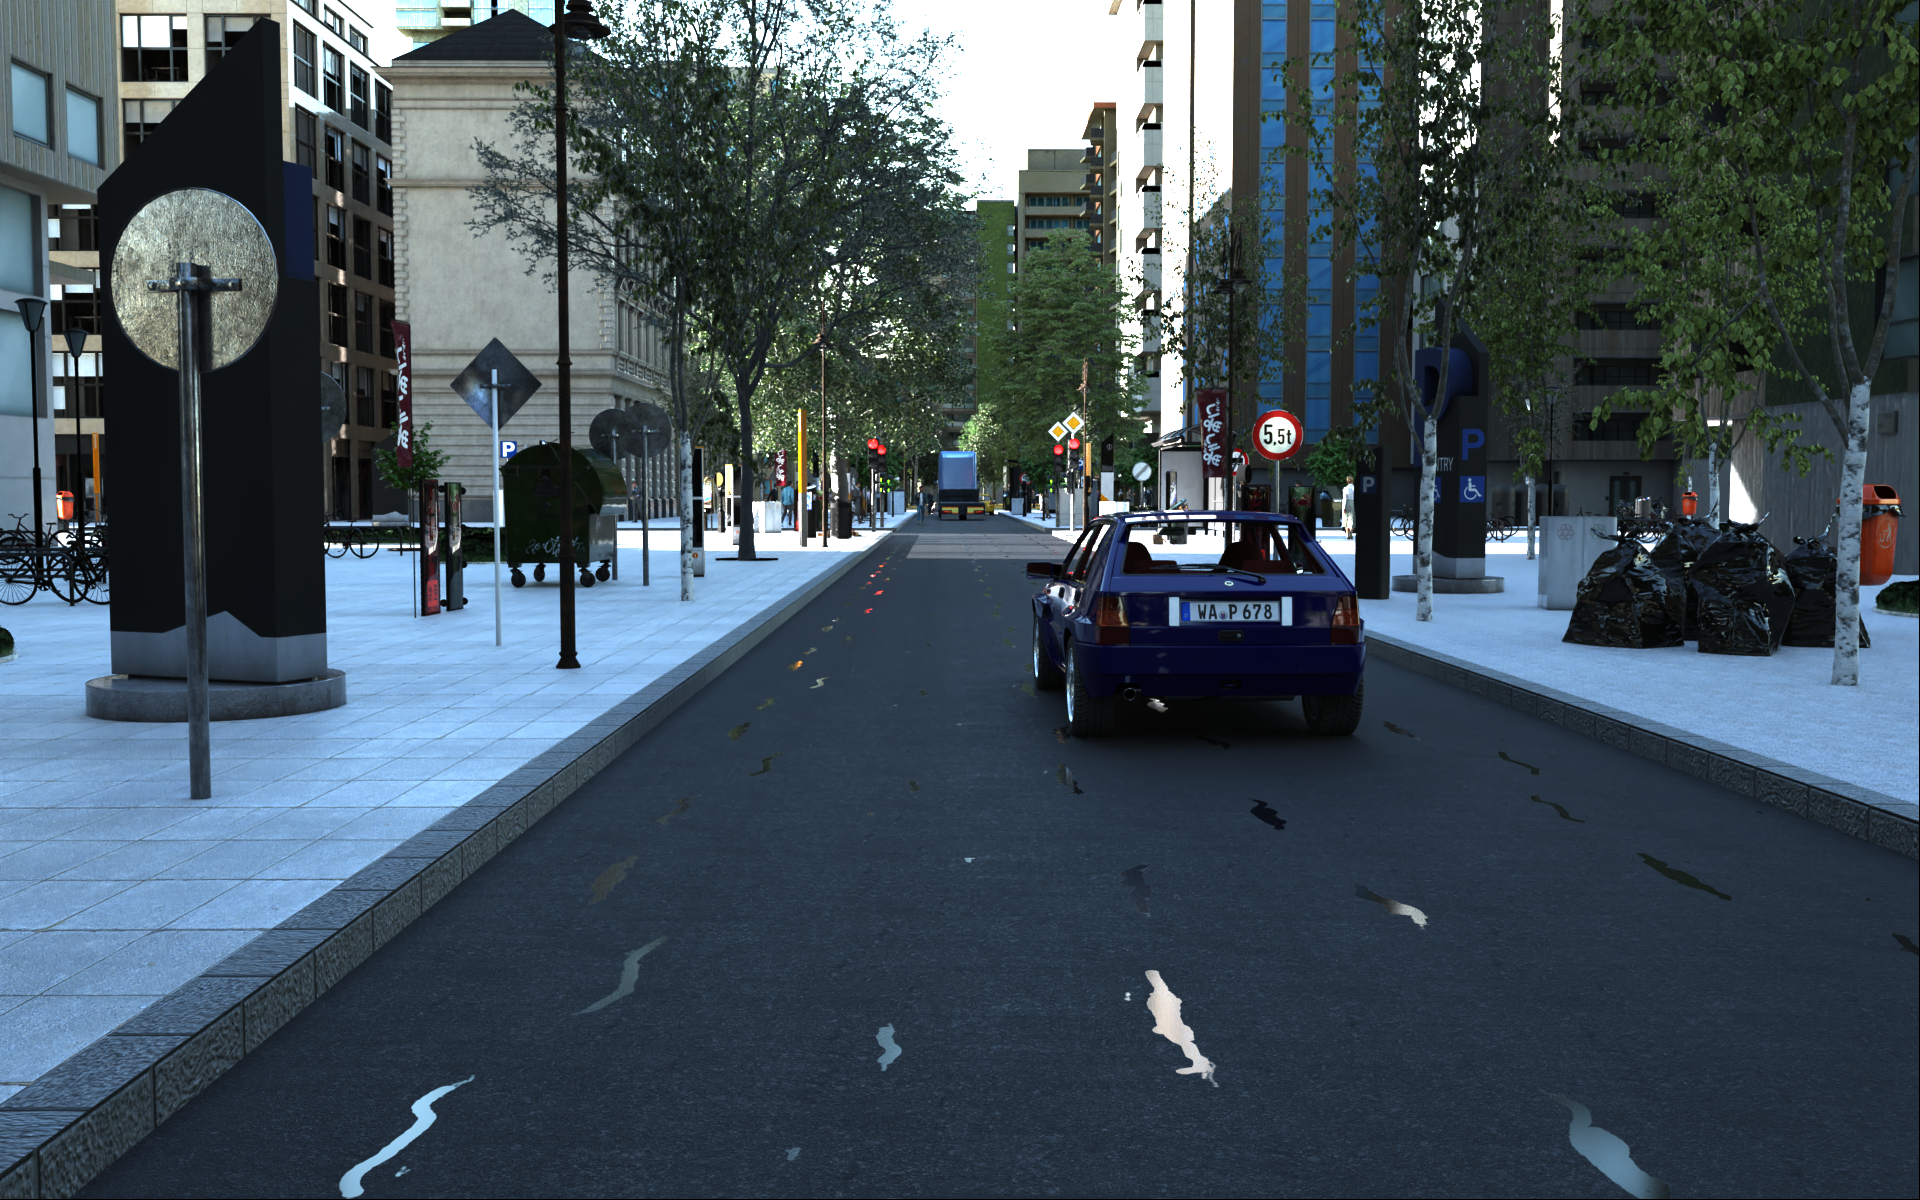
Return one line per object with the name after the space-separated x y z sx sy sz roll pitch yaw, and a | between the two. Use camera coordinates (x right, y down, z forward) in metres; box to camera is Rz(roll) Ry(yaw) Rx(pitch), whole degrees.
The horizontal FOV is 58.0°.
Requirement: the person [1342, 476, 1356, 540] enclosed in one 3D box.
10.966 -2.590 48.612 0.478 1.798 0.641 1 4 18 | person

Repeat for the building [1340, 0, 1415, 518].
21.381 -27.486 99.511 14.600 45.320 14.200 0 4 -1 | building

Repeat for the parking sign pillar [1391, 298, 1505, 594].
6.471 -2.104 22.865 1.447 3.967 1.447 -1 4 -10 | parking sign pillar

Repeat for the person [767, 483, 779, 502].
-9.660 -5.182 90.540 0.755 1.850 0.659 -2 4 -31 | person

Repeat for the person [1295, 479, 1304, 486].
10.101 -2.714 51.261 0.643 1.720 0.563 -3 4 -37 | person

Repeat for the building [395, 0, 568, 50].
-65.832 -57.025 245.027 31.000 86.520 22.319 0 4 -1 | building

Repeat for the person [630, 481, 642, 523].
-14.483 -4.395 77.713 0.655 1.846 0.447 1 4 11 | person

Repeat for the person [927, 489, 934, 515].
-2.114 -6.778 119.747 0.534 1.772 0.576 1 4 21 | person

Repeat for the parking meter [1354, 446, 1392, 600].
5.042 -0.946 21.186 0.399 1.863 0.255 3 5 43 | parking meter

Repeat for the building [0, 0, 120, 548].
-34.169 -26.929 29.529 27.495 52.752 28.713 0 4 -1 | building

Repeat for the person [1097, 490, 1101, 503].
14.006 -10.313 175.574 0.541 1.710 0.530 0 4 6 | person

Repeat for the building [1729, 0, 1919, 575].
21.848 -16.004 33.368 14.160 30.474 14.107 0 4 -1 | building

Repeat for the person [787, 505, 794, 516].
-9.414 -5.315 97.223 0.640 1.303 0.475 0 4 -2 | person

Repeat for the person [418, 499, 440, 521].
-15.448 -2.692 50.234 0.709 1.800 0.728 1 4 14 | person

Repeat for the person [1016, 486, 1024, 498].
3.956 -6.601 114.139 0.661 1.801 0.590 1 4 21 | person

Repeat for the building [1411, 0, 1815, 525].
30.956 -19.153 84.857 14.107 30.474 14.160 0 4 -1 | building

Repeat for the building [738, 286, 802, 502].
-29.307 -19.067 156.777 27.650 21.520 28.899 0 4 -1 | building

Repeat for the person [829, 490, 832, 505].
-14.806 -11.762 199.027 0.551 1.740 0.621 -1 4 -15 | person

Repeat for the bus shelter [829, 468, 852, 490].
-6.824 -6.807 105.223 2.014 3.302 5.546 0 4 -1 | bus shelter

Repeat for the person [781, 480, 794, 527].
-6.809 -3.794 68.101 0.660 1.820 0.620 2 4 32 | person

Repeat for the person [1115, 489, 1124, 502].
14.395 -9.126 155.980 0.721 1.736 1.217 -3 4 -37 | person

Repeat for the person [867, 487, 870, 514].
-6.112 -6.360 110.696 0.598 1.740 0.731 3 4 36 | person

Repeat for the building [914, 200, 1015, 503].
0.507 -34.190 242.607 14.086 41.232 14.154 0 4 -1 | building

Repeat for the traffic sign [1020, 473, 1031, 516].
3.839 -6.145 100.582 0.768 2.556 0.104 0 4 3 | traffic sign

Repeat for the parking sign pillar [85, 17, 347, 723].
-4.460 -1.336 10.315 1.447 3.967 1.447 1 4 22 | parking sign pillar

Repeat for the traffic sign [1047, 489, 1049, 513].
5.093 -6.110 99.999 0.768 2.556 0.104 0 4 4 | traffic sign

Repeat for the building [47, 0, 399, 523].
-46.786 -17.240 86.392 34.151 26.468 19.350 0 4 -1 | building

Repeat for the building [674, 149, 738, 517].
-23.281 -17.032 111.750 16.112 22.955 30.059 0 4 -1 | building

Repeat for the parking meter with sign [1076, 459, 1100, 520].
6.553 -5.532 86.706 0.543 3.016 1.738 3 5 43 | parking meter with sign

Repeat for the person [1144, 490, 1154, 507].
12.753 -6.792 116.870 0.659 1.850 0.755 1 4 14 | person

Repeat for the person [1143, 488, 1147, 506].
14.946 -8.096 138.514 0.694 1.812 0.767 1 4 10 | person

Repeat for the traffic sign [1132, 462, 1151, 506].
7.194 -4.192 68.649 0.768 2.556 0.104 0 4 0 | traffic sign

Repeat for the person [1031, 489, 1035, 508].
6.490 -9.178 156.631 0.750 1.759 0.617 2 4 30 | person

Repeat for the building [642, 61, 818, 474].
-31.515 -35.173 194.679 30.456 49.044 23.786 0 4 -1 | building

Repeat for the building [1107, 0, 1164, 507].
29.384 -35.097 163.077 28.713 52.752 27.495 0 4 -1 | building

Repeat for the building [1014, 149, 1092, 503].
18.318 -38.052 245.855 21.600 48.544 21.300 0 4 -1 | building

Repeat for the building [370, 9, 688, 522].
-20.528 -15.771 86.734 11.050 23.489 19.941 0 4 -1 | building

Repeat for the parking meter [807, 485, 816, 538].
-4.394 -2.586 50.700 0.372 1.533 0.369 0 3 0 | parking meter

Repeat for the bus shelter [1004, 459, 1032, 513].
4.011 -7.821 119.158 1.731 3.624 6.357 0 4 0 | bus shelter

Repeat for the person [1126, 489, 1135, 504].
14.793 -8.784 150.194 0.750 1.759 0.617 -1 4 -12 | person

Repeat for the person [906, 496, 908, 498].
-5.220 -8.944 152.984 1.217 1.736 0.721 -1 4 -13 | person

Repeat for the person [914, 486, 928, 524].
-1.807 -4.504 82.127 0.794 1.824 0.713 0 4 5 | person

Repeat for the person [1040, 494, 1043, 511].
6.061 -7.242 128.721 0.394 1.301 0.425 -2 4 -33 | person

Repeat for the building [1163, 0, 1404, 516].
22.342 -29.005 124.344 14.600 45.320 14.200 0 4 -1 | building

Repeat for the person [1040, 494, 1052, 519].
4.384 -4.762 88.169 0.640 1.303 0.475 1 4 14 | person

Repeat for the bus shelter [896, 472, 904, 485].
-5.472 -8.779 137.452 2.014 3.302 5.546 0 4 0 | bus shelter

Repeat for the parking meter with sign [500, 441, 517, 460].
-14.575 -3.675 56.354 0.543 3.016 1.738 -1 4 -21 | parking meter with sign

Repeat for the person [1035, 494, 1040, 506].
8.266 -10.639 183.183 0.628 1.438 0.799 1 4 11 | person

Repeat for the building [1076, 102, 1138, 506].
24.749 -32.860 191.892 22.147 44.769 28.867 0 4 -1 | building

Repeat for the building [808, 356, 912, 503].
-21.652 -24.787 250.300 28.899 21.520 27.650 0 4 -1 | building

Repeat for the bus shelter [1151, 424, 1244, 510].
7.040 -3.541 51.820 2.014 3.302 5.546 0 4 0 | bus shelter

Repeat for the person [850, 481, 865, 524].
-4.463 -4.177 74.301 0.822 1.834 0.622 -1 4 -12 | person

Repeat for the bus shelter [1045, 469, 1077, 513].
6.409 -7.244 112.370 2.014 3.302 5.546 0 4 -1 | bus shelter
